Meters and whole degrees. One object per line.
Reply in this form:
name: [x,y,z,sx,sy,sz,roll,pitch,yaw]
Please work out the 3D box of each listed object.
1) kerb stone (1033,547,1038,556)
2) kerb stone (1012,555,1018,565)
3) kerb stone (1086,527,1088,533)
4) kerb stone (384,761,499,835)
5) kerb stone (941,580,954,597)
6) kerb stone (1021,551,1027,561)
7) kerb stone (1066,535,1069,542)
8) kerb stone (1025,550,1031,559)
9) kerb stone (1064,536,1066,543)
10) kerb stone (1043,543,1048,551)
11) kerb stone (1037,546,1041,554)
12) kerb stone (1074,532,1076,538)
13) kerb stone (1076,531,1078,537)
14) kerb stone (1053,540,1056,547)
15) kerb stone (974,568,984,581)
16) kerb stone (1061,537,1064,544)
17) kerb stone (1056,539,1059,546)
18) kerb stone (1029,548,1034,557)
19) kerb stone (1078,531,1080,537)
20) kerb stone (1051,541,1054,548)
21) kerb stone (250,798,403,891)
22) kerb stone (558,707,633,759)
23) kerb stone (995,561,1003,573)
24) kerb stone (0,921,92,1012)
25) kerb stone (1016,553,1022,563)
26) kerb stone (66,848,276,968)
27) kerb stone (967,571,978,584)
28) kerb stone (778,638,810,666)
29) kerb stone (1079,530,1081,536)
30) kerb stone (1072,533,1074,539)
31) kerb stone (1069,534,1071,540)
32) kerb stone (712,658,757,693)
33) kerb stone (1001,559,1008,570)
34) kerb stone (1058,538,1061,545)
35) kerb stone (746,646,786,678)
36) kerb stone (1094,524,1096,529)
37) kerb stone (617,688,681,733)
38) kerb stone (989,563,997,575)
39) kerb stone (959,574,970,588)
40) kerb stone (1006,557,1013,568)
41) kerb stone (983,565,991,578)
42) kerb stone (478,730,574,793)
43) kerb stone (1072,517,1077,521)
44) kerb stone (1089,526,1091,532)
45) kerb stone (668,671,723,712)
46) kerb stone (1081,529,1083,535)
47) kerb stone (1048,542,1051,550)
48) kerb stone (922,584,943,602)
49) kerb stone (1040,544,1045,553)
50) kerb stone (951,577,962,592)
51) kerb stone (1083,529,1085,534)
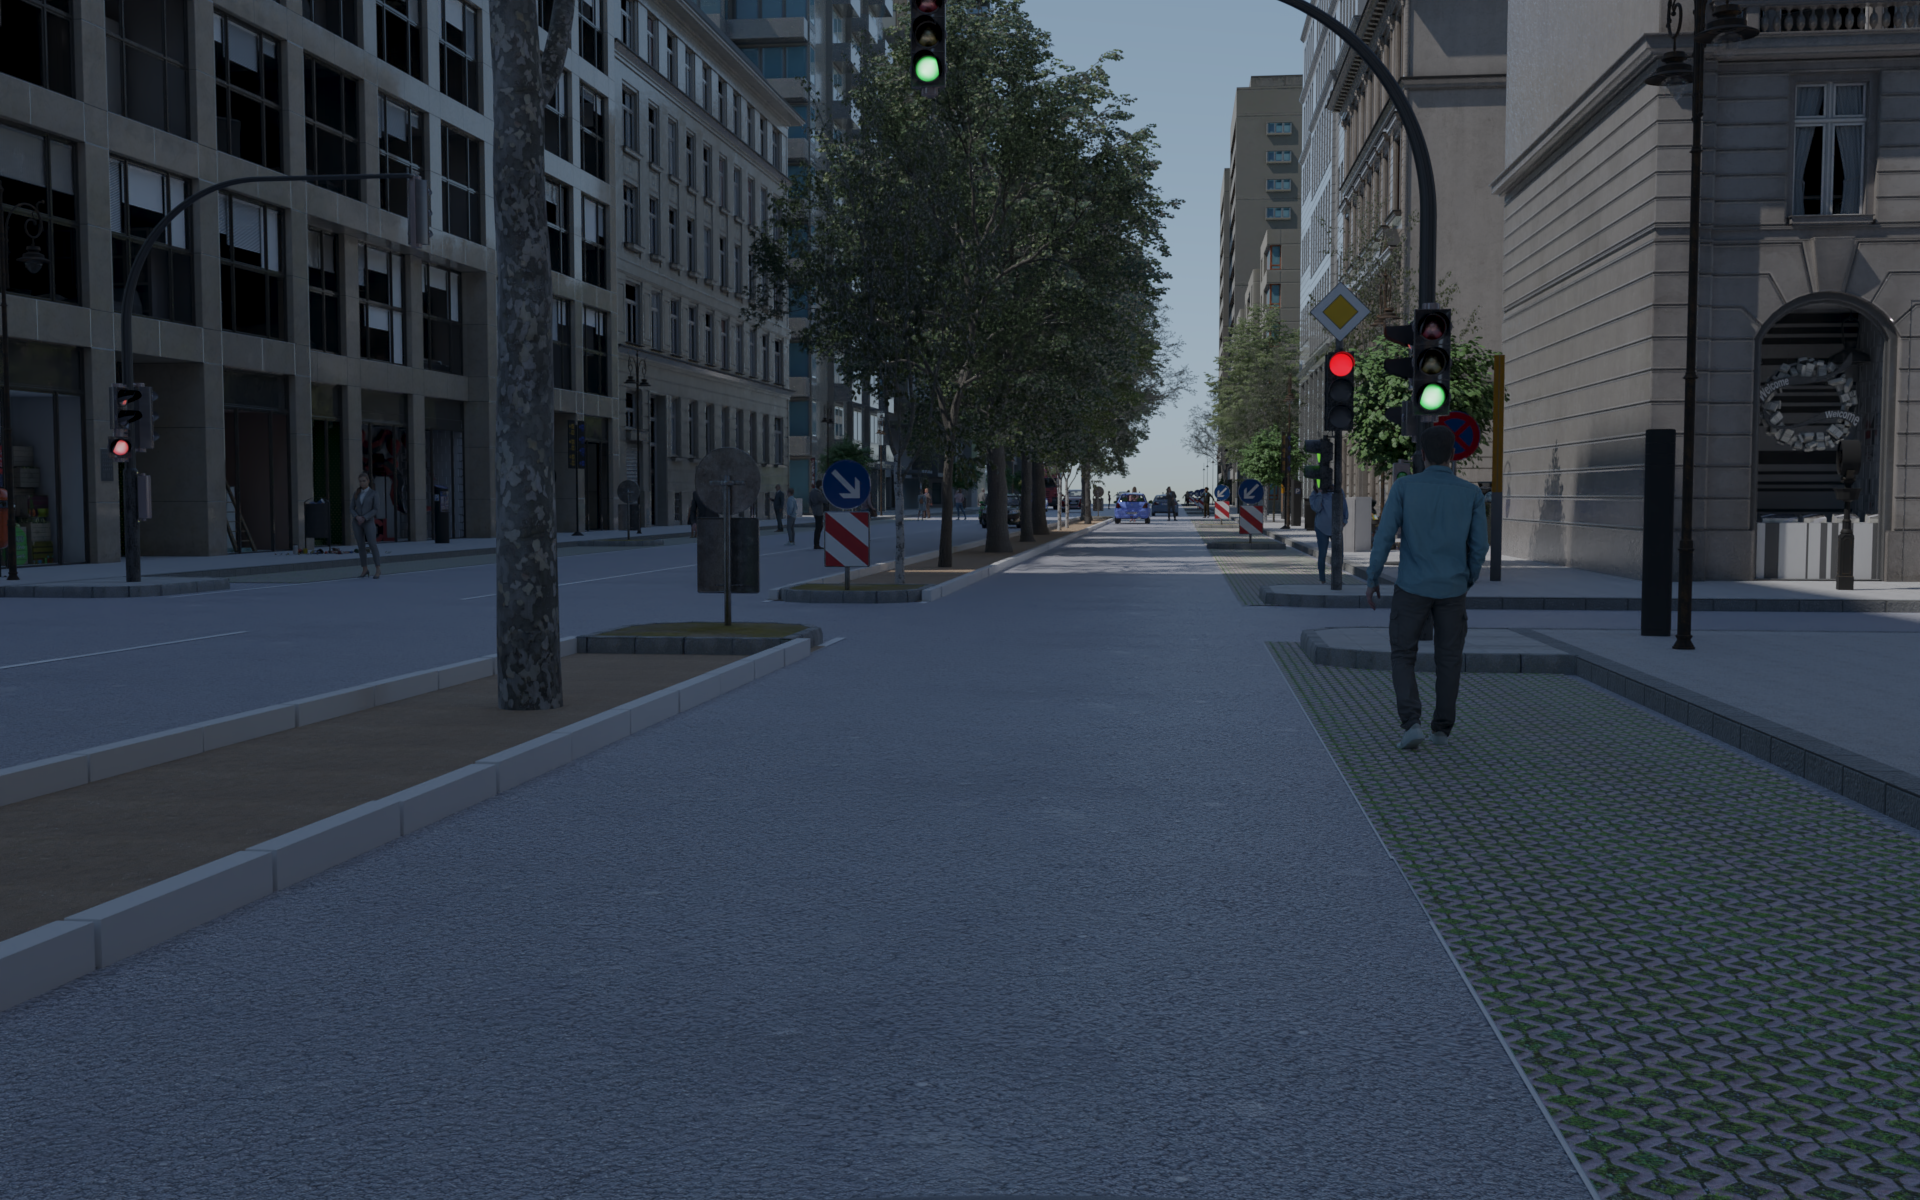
kerb stone: [1.635,-1.079,39.839,0.120,0.150,1.000,0,4,7]
kerb stone: [1.004,-0.765,34.733,0.120,0.150,1.000,0,4,7]
kerb stone: [4.414,-2.448,62.212,0.120,0.150,1.000,0,4,7]
kerb stone: [-2.331,0.888,7.767,0.120,0.150,1.000,0,4,7]
kerb stone: [-0.248,-0.144,24.554,0.120,0.150,1.000,0,4,7]
kerb stone: [1.260,-0.892,36.775,0.120,0.150,1.000,0,4,7]
kerb stone: [3.037,-1.763,51.019,0.120,0.150,1.000,0,4,7]
kerb stone: [1.384,-0.953,37.792,0.120,0.150,1.000,0,4,7]
kerb stone: [2.904,-1.701,50.003,0.120,0.150,1.000,0,4,7]
kerb stone: [2.015,-1.266,42.889,0.120,0.150,1.000,0,4,7]
kerb stone: [1.764,-1.139,40.854,0.120,0.150,1.000,0,4,7]
kerb stone: [3.536,-2.012,55.097,0.120,0.150,1.000,0,4,7]
kerb stone: [3.659,-2.070,56.111,0.120,0.150,1.000,0,4,7]
kerb stone: [2.389,-1.452,45.938,0.120,0.150,1.000,0,4,7]
kerb stone: [0.241,-0.392,28.612,0.120,0.150,1.000,0,4,7]
kerb stone: [2.782,-1.639,48.986,0.120,0.150,1.000,0,4,7]
kerb stone: [2.523,-1.515,46.959,0.120,0.150,1.000,0,4,7]
kerb stone: [1.509,-1.017,38.816,0.120,0.150,1.000,0,4,7]
kerb stone: [3.781,-2.134,57.132,0.120,0.150,1.000,0,4,7]
kerb stone: [2.276,-1.390,44.922,0.120,0.150,1.000,0,4,7]
kerb stone: [-2.460,0.945,6.748,0.120,0.150,1.000,0,4,7]
kerb stone: [-2.084,0.757,9.817,0.120,0.150,1.000,0,4,7]
kerb stone: [0.629,-0.576,31.663,0.120,0.150,1.000,0,4,7]
kerb stone: [-2.722,1.071,4.718,0.120,0.150,1.000,0,4,7]
kerb stone: [1.133,-0.824,35.752,0.120,0.150,1.000,0,4,7]
kerb stone: [-2.590,1.008,5.732,0.120,0.150,1.000,0,4,7]
kerb stone: [0.125,-0.330,27.597,0.120,0.150,1.000,0,4,7]
kerb stone: [-1.451,0.446,14.902,0.120,0.150,1.000,0,4,7]
kerb stone: [3.903,-2.199,58.147,0.120,0.150,1.000,0,4,7]
kerb stone: [3.407,-1.950,54.077,0.120,0.150,1.000,0,4,7]
kerb stone: [3.157,-1.825,52.034,0.120,0.150,1.000,0,4,7]
kerb stone: [-1.708,0.571,12.861,0.120,0.150,1.000,0,4,7]
kerb stone: [0.748,-0.642,32.685,0.120,0.150,1.000,0,4,7]
kerb stone: [2.648,-1.577,47.973,0.120,0.150,1.000,0,4,7]
kerb stone: [-1.583,0.508,13.885,0.120,0.150,1.000,0,4,7]
kerb stone: [5.168,-2.817,68.303,0.120,0.150,1.000,0,4,7]
kerb stone: [-1.961,0.695,10.832,0.120,0.150,1.000,0,4,7]
kerb stone: [0.507,-0.517,30.648,0.120,0.150,1.000,0,4,7]
kerb stone: [-0.003,-0.265,26.583,0.120,0.150,1.000,0,4,7]
kerb stone: [0.876,-0.704,33.707,0.120,0.150,1.000,0,4,7]
kerb stone: [0.369,-0.455,29.636,0.120,0.150,1.000,0,4,7]
kerb stone: [-2.204,0.819,8.798,0.120,0.150,1.000,0,4,7]
kerb stone: [5.989,-4.269,91.992,0.120,0.150,1.000,0,4,7]
kerb stone: [4.675,-2.571,64.239,0.120,0.150,1.000,0,4,7]
kerb stone: [-1.831,0.633,11.846,0.120,0.150,1.000,0,4,7]
kerb stone: [4.035,-2.261,59.160,0.120,0.150,1.000,0,4,7]
kerb stone: [2.136,-1.328,43.906,0.120,0.150,1.000,0,4,7]
kerb stone: [-0.385,-0.082,23.540,0.120,0.150,1.000,0,4,7]
kerb stone: [1.885,-1.195,41.870,0.120,0.150,1.000,0,4,7]
kerb stone: [-0.122,-0.206,25.568,0.120,0.150,1.000,0,4,7]
kerb stone: [4.159,-2.322,60.181,0.120,0.150,1.000,0,4,7]
